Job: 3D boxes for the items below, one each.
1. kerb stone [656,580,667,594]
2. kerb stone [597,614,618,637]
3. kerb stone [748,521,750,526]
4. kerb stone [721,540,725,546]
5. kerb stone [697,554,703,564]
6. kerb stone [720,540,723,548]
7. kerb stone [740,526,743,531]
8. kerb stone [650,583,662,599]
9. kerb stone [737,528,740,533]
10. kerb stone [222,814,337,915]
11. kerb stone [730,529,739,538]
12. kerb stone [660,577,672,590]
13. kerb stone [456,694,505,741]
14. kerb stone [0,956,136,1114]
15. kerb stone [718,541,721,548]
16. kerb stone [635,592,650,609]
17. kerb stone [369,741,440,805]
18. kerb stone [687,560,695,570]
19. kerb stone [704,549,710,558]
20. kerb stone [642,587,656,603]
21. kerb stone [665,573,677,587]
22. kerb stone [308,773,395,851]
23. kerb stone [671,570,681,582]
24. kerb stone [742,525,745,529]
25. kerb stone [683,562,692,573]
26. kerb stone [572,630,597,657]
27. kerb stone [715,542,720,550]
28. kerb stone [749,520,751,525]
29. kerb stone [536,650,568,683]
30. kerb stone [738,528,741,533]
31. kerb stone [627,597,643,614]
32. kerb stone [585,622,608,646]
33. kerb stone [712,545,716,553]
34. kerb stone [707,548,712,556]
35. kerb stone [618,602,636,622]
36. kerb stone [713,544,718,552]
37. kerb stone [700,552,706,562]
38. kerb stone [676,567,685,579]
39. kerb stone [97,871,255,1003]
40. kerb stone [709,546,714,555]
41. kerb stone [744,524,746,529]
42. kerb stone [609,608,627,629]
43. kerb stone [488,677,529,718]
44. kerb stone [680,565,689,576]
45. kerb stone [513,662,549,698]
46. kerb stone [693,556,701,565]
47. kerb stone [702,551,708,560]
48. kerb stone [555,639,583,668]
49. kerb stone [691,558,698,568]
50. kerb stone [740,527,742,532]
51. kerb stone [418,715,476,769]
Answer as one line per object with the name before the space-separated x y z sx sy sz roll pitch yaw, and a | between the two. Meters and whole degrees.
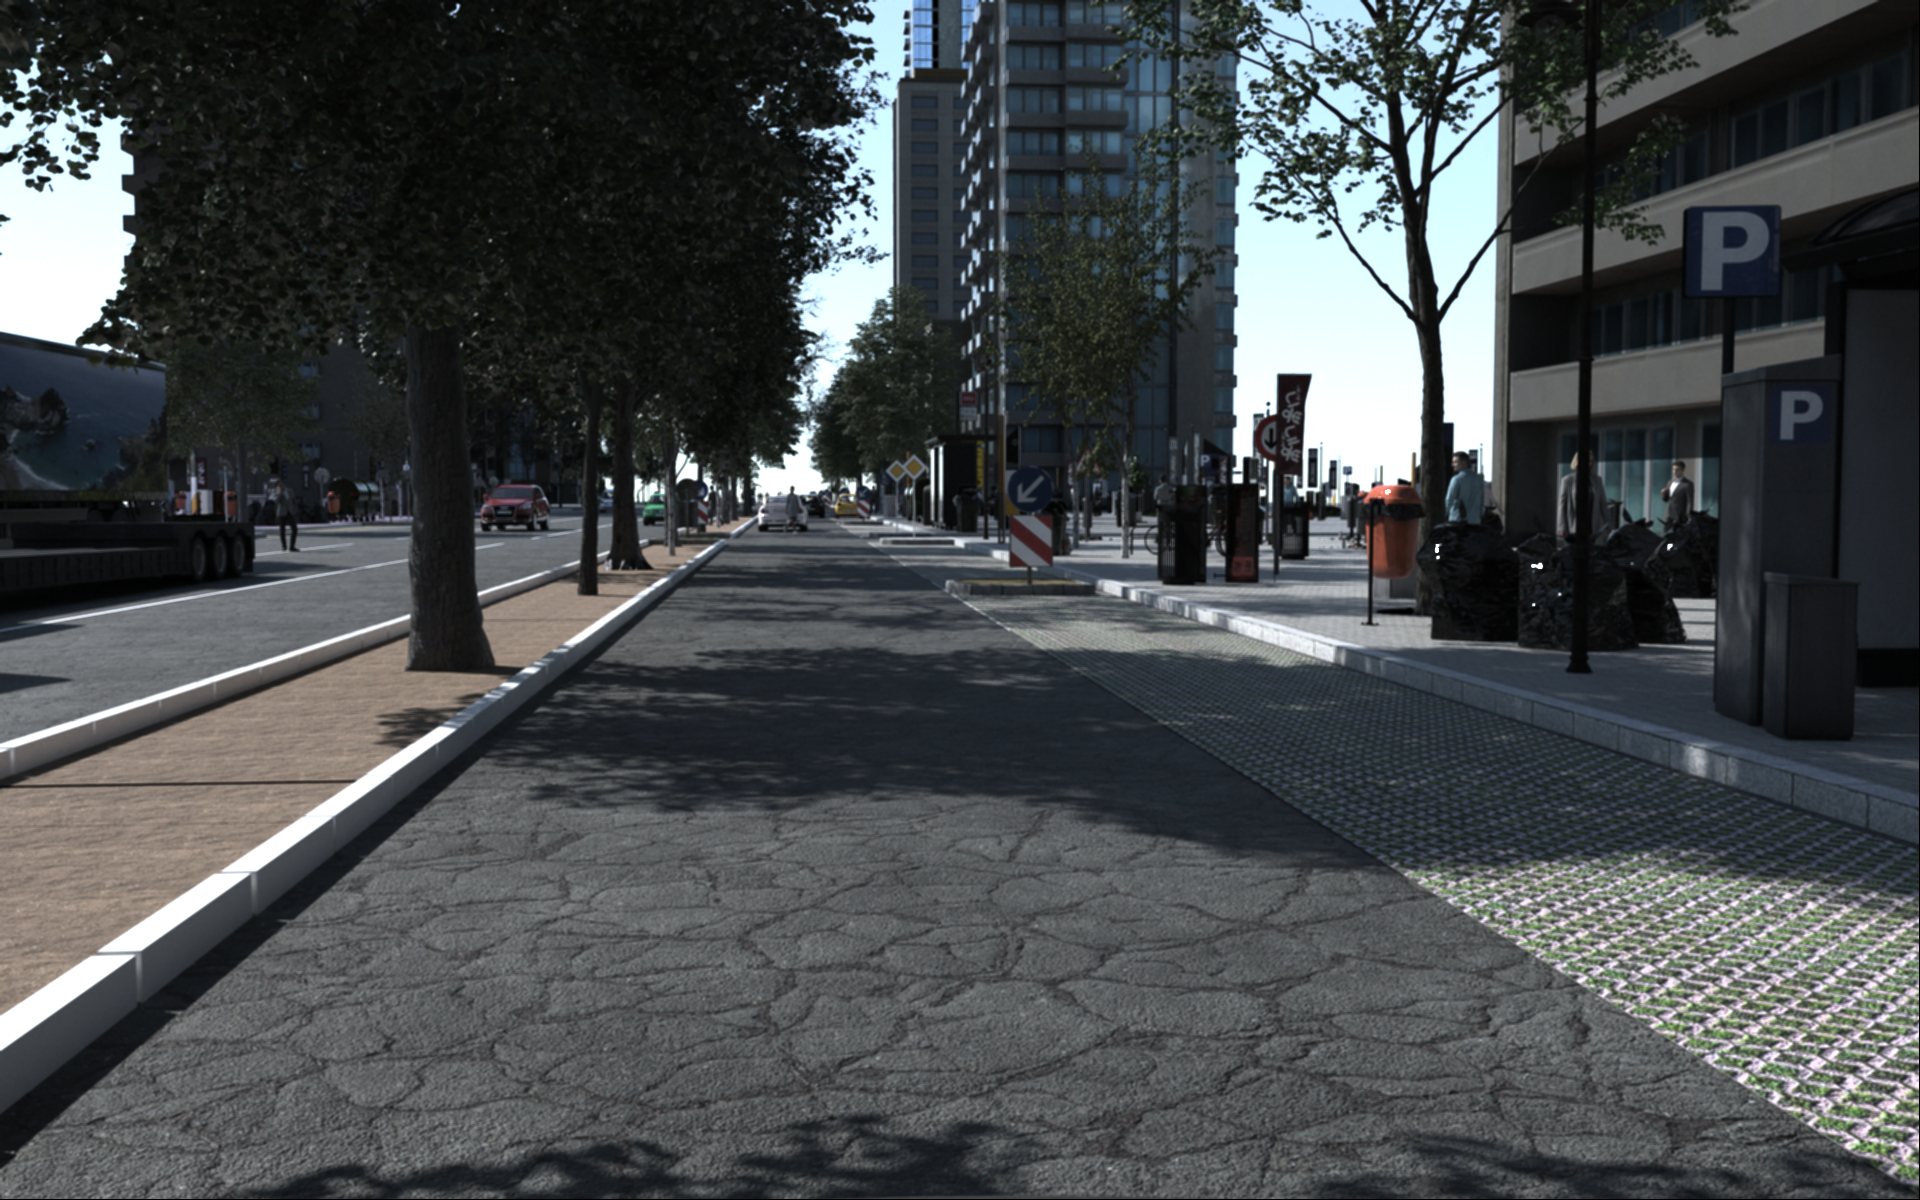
kerb stone | -4.316 -0.156 24.746 0.120 0.150 1.000 0 4 -6
kerb stone | -3.613 0.280 17.611 0.120 0.150 1.000 0 4 -6
kerb stone | -9.299 -3.248 75.299 0.120 0.150 1.000 0 4 -6
kerb stone | -6.428 -1.467 46.218 0.120 0.150 1.000 0 4 -6
kerb stone | -5.330 -0.782 34.978 0.120 0.150 1.000 0 4 -6
kerb stone | -6.333 -1.406 45.188 0.120 0.150 1.000 0 4 -6
kerb stone | -8.190 -2.561 64.092 0.120 0.150 1.000 0 4 -6
kerb stone | -4.217 -0.094 23.725 0.120 0.150 1.000 0 4 -6
kerb stone | -7.787 -2.312 60.011 0.120 0.150 1.000 0 4 -6
kerb stone | -2.501 0.967 6.388 0.120 0.150 1.000 0 4 -6
kerb stone | -7.691 -2.251 58.993 0.120 0.150 1.000 0 4 -6
kerb stone | -4.422 -0.213 25.764 0.120 0.150 1.000 0 4 -6
kerb stone | -2.911 0.717 10.471 0.120 0.150 1.000 0 4 -6
kerb stone | -2.310 1.097 4.335 0.120 0.150 1.000 0 4 -6
kerb stone | -6.229 -1.343 44.171 0.120 0.150 1.000 0 4 -6
kerb stone | -4.012 0.031 21.689 0.120 0.150 1.000 0 4 -6
kerb stone | -2.707 0.842 8.422 0.120 0.150 1.000 0 4 -6
kerb stone | -5.022 -0.594 31.906 0.120 0.150 1.000 0 4 -6
kerb stone | -5.623 -0.969 38.061 0.120 0.150 1.000 0 4 -6
kerb stone | -4.120 -0.031 22.705 0.120 0.150 1.000 0 4 -6
kerb stone | -4.510 -0.281 26.792 0.120 0.150 1.000 0 4 -6
kerb stone | -2.603 0.905 7.405 0.120 0.150 1.000 0 4 -6
kerb stone | -4.615 -0.340 27.815 0.120 0.150 1.000 0 4 -6
kerb stone | -8.390 -2.687 66.126 0.120 0.150 1.000 0 4 -6
kerb stone | -4.923 -0.532 30.888 0.120 0.150 1.000 0 4 -6
kerb stone | -3.405 0.406 15.568 0.120 0.150 1.000 0 4 -6
kerb stone | -6.128 -1.282 43.152 0.120 0.150 1.000 0 4 -6
kerb stone | -9.387 -3.310 76.319 0.120 0.150 1.000 0 4 -6
kerb stone | -3.212 0.530 13.530 0.120 0.150 1.000 0 4 -6
kerb stone | -7.890 -2.375 61.028 0.120 0.150 1.000 0 4 -6
kerb stone | -3.919 0.098 20.671 0.120 0.150 1.000 0 4 -6
kerb stone | -3.509 0.344 16.589 0.120 0.150 1.000 0 4 -6
kerb stone | -5.932 -1.155 41.115 0.120 0.150 1.000 0 4 -6
kerb stone | -5.735 -1.033 39.077 0.120 0.150 1.000 0 4 -6
kerb stone | -3.812 0.155 19.654 0.120 0.150 1.000 0 4 -6
kerb stone | -6.028 -1.220 42.135 0.120 0.150 1.000 0 4 -6
kerb stone | -5.421 -0.843 36.003 0.120 0.150 1.000 0 4 -6
kerb stone | -4.712 -0.406 28.833 0.120 0.150 1.000 0 4 -6
kerb stone | -2.408 1.030 5.361 0.120 0.150 1.000 0 4 -6
kerb stone | -5.828 -1.095 40.095 0.120 0.150 1.000 0 4 -6
kerb stone | -8.587 -2.810 68.168 0.120 0.150 1.000 0 4 -6
kerb stone | -3.715 0.218 18.636 0.120 0.150 1.000 0 4 -6
kerb stone | -3.012 0.656 11.488 0.120 0.150 1.000 0 4 -6
kerb stone | -4.812 -0.469 29.860 0.120 0.150 1.000 0 4 -6
kerb stone | -3.117 0.594 12.505 0.120 0.150 1.000 0 4 -6
kerb stone | -5.221 -0.715 33.949 0.120 0.150 1.000 0 4 -6
kerb stone | -5.525 -0.907 37.033 0.120 0.150 1.000 0 4 -6
kerb stone | -3.309 0.468 14.551 0.120 0.150 1.000 0 4 -6
kerb stone | -5.122 -0.657 32.931 0.120 0.150 1.000 0 4 -6
kerb stone | -8.094 -2.500 63.069 0.120 0.150 1.000 0 4 -6
kerb stone | -2.806 0.782 9.439 0.120 0.150 1.000 0 4 -6
